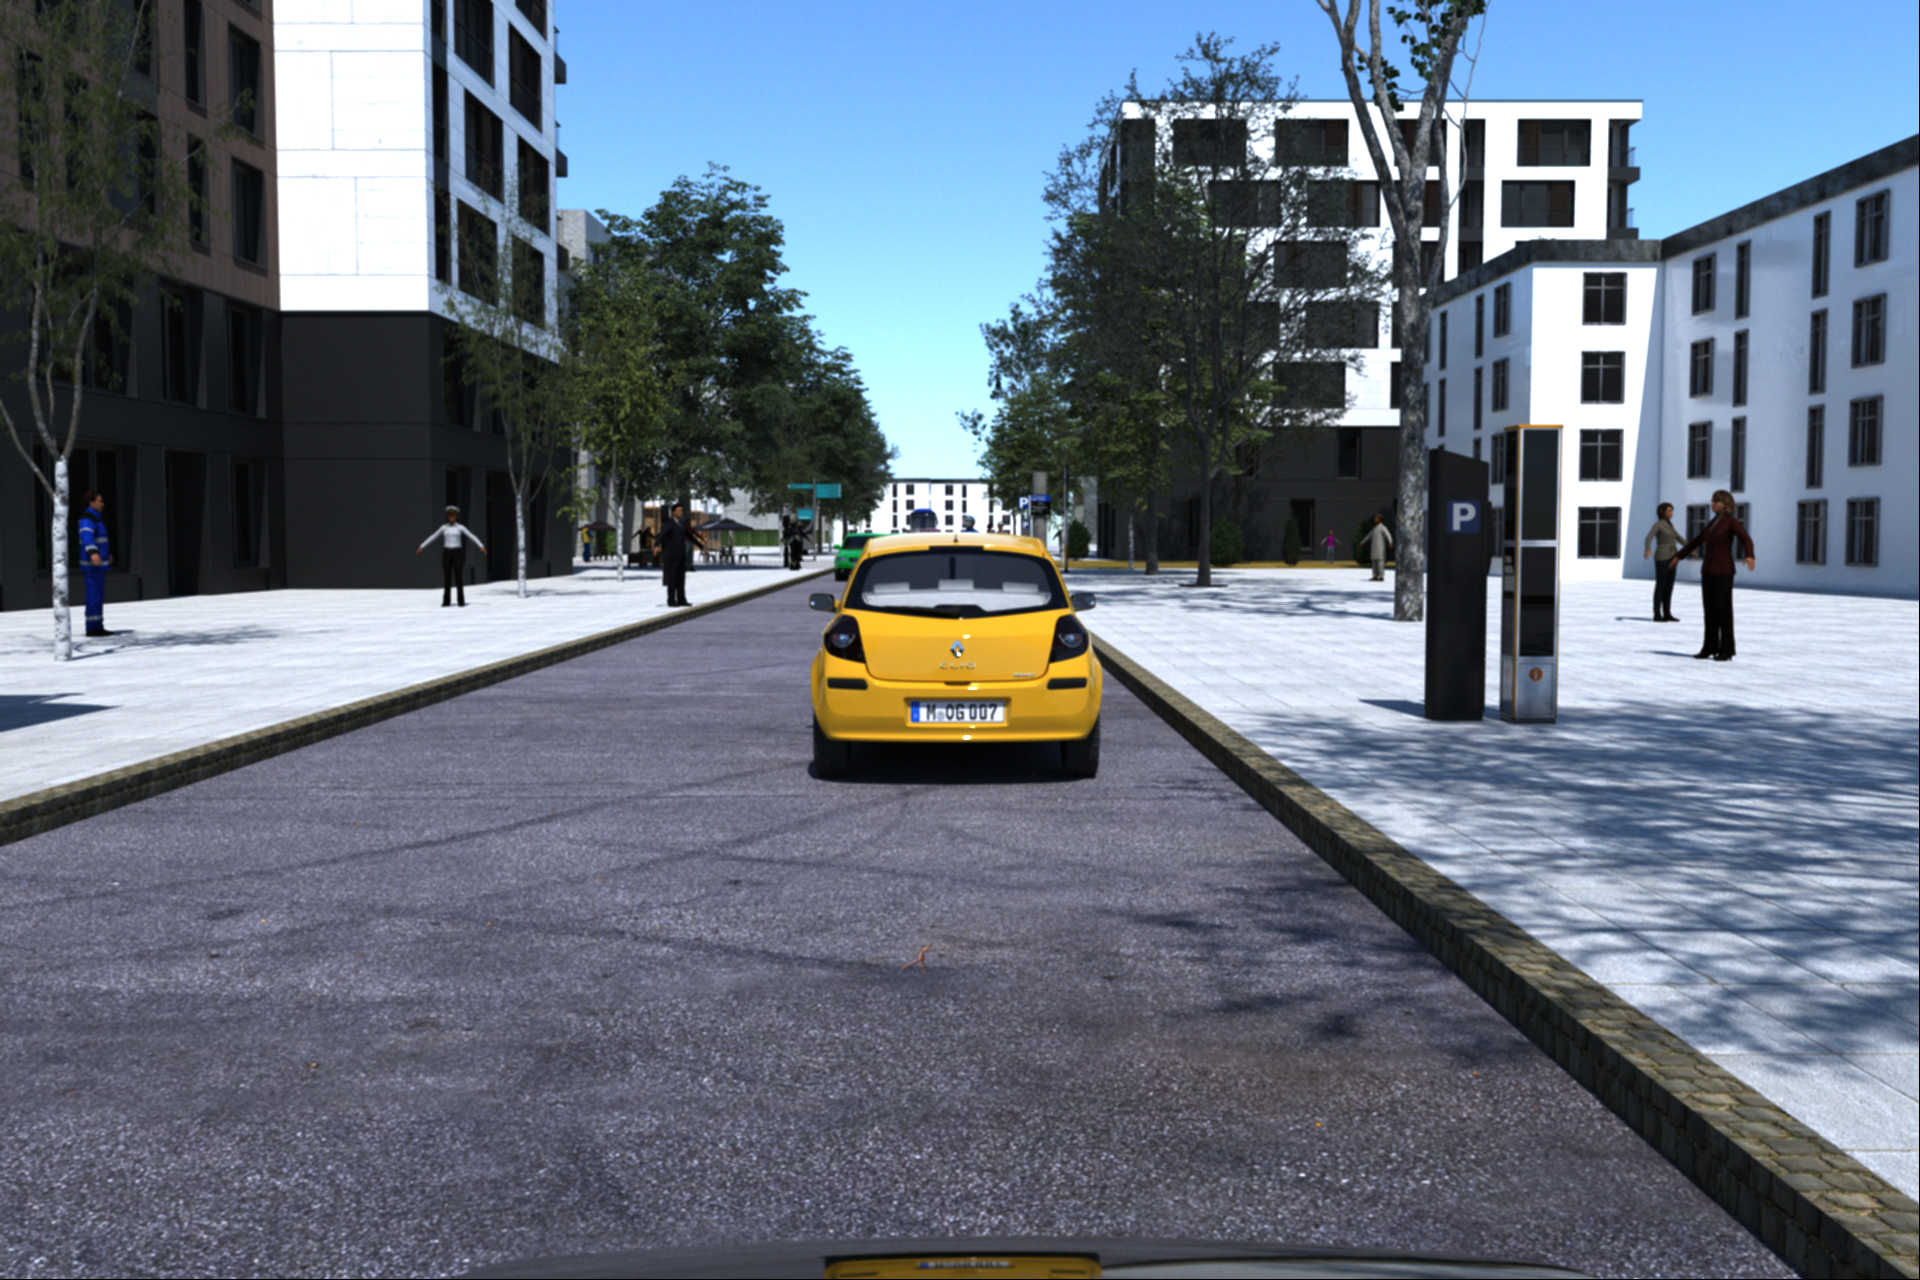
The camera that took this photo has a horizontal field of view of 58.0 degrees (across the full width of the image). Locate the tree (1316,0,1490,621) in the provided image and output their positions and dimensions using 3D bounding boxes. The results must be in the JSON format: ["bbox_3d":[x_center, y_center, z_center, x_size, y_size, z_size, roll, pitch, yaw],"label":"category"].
[{"bbox_3d":[5.133,-10.339,24.926,12.611,20.169,13.585,0,3,0],"label":"tree"}]

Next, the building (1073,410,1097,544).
[{"bbox_3d":[25.058,-24.452,230.721,19.493,23.208,18.063,0,4,-1],"label":"building"}]

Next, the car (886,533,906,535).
[{"bbox_3d":[-2.335,-3.516,66.286,1.959,1.807,4.718,0,4,0],"label":"car"}]

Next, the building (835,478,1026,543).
[{"bbox_3d":[-4.219,-19.257,259.455,28.070,9.664,9.099,0,4,6],"label":"building"}]

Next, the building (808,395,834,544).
[{"bbox_3d":[-26.656,-22.437,233.294,16.747,18.905,31.486,0,4,0],"label":"building"}]

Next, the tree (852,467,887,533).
[{"bbox_3d":[-9.463,-13.286,167.582,4.737,8.622,4.395,0,3,0],"label":"tree"}]

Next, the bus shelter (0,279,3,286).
[{"bbox_3d":[-6.918,-0.867,8.098,2.014,3.302,5.546,0,4,-1],"label":"bus shelter"}]

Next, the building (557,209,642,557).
[{"bbox_3d":[-28.727,-13.956,94.643,16.747,18.905,31.486,0,4,0],"label":"building"}]

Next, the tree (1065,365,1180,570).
[{"bbox_3d":[5.982,-6.789,61.356,4.737,8.622,4.395,0,3,0],"label":"tree"}]

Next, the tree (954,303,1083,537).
[{"bbox_3d":[6.004,-17.384,140.119,12.611,20.169,13.585,0,3,0],"label":"tree"}]

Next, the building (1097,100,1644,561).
[{"bbox_3d":[21.537,-15.548,98.177,27.936,21.610,32.646,0,3,0],"label":"building"}]

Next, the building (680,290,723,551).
[{"bbox_3d":[-25.253,-17.057,135.304,16.016,20.090,11.380,0,4,-1],"label":"building"}]

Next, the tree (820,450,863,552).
[{"bbox_3d":[-9.547,-10.622,124.027,4.360,8.622,3.978,0,3,0],"label":"tree"}]

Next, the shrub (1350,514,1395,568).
[{"bbox_3d":[15.807,-3.815,66.424,1.661,2.075,1.752,0,3,0],"label":"shrub"}]

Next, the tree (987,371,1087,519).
[{"bbox_3d":[5.459,-12.388,120.664,7.486,12.596,7.792,0,3,0],"label":"tree"}]

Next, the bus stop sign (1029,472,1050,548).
[{"bbox_3d":[3.364,-5.149,73.203,0.837,3.901,0.837,0,4,-2],"label":"bus stop sign"}]

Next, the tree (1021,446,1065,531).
[{"bbox_3d":[6.120,-10.944,129.301,4.737,8.622,4.395,0,3,0],"label":"tree"}]

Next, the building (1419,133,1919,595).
[{"bbox_3d":[20.760,-6.574,49.638,9.099,9.664,28.070,0,4,0],"label":"building"}]

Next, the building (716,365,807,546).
[{"bbox_3d":[-27.225,-20.201,196.751,16.747,18.905,31.486,0,4,1],"label":"building"}]

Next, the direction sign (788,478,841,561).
[{"bbox_3d":[-6.915,-5.758,82.899,2.525,3.948,1.411,0,3,0],"label":"direction sign"}]

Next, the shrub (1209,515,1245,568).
[{"bbox_3d":[10.025,-3.769,66.049,1.690,2.028,1.600,0,3,0],"label":"shrub"}]

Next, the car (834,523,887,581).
[{"bbox_3d":[-2.939,-2.783,54.294,1.959,1.807,4.718,0,3,0],"label":"car"}]

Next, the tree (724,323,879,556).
[{"bbox_3d":[-9.520,-12.006,102.951,9.857,13.997,8.962,0,3,0],"label":"tree"}]

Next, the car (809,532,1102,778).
[{"bbox_3d":[-0.044,-0.086,11.628,2.015,1.641,3.980,0,4,-1],"label":"car"}]

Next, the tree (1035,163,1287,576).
[{"bbox_3d":[6.053,-8.242,52.878,7.486,12.596,7.792,0,3,0],"label":"tree"}]

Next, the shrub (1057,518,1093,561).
[{"bbox_3d":[5.518,-4.843,83.228,1.661,2.075,1.752,0,3,0],"label":"shrub"}]

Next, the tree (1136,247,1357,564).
[{"bbox_3d":[12.083,-10.053,74.730,12.009,13.543,11.850,0,3,0],"label":"tree"}]

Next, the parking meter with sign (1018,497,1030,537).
[{"bbox_3d":[3.010,-5.156,80.555,0.543,3.016,1.738,0,4,-1],"label":"parking meter with sign"}]

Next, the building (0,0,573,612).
[{"bbox_3d":[-26.147,-11.832,37.425,27.936,21.610,32.646,0,4,0],"label":"building"}]

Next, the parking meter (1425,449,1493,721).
[{"bbox_3d":[3.443,-0.382,11.956,0.399,1.863,0.255,0,4,0],"label":"parking meter"}]

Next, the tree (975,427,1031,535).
[{"bbox_3d":[5.163,-14.698,166.073,9.928,11.665,9.643,0,3,0],"label":"tree"}]

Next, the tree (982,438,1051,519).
[{"bbox_3d":[5.762,-13.455,154.402,8.767,10.594,7.601,2,4,27],"label":"tree"}]

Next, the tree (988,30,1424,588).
[{"bbox_3d":[6.040,-8.043,41.871,12.009,13.543,11.850,0,3,0],"label":"tree"}]

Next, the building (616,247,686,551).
[{"bbox_3d":[-25.118,-15.854,115.630,16.016,20.090,11.380,0,4,0],"label":"building"}]

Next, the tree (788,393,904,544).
[{"bbox_3d":[-9.596,-14.327,144.614,12.009,13.543,11.850,0,3,0],"label":"tree"}]

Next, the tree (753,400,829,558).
[{"bbox_3d":[-9.793,-8.730,93.094,4.360,8.622,3.978,0,3,0],"label":"tree"}]

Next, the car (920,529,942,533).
[{"bbox_3d":[-2.058,-6.923,121.864,2.281,1.827,5.304,0,4,0],"label":"car"}]

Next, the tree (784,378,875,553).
[{"bbox_3d":[-9.198,-11.577,115.045,9.928,11.665,9.643,0,3,0],"label":"tree"}]

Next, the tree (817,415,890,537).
[{"bbox_3d":[-10.368,-15.328,157.275,9.857,13.997,8.962,0,3,0],"label":"tree"}]
